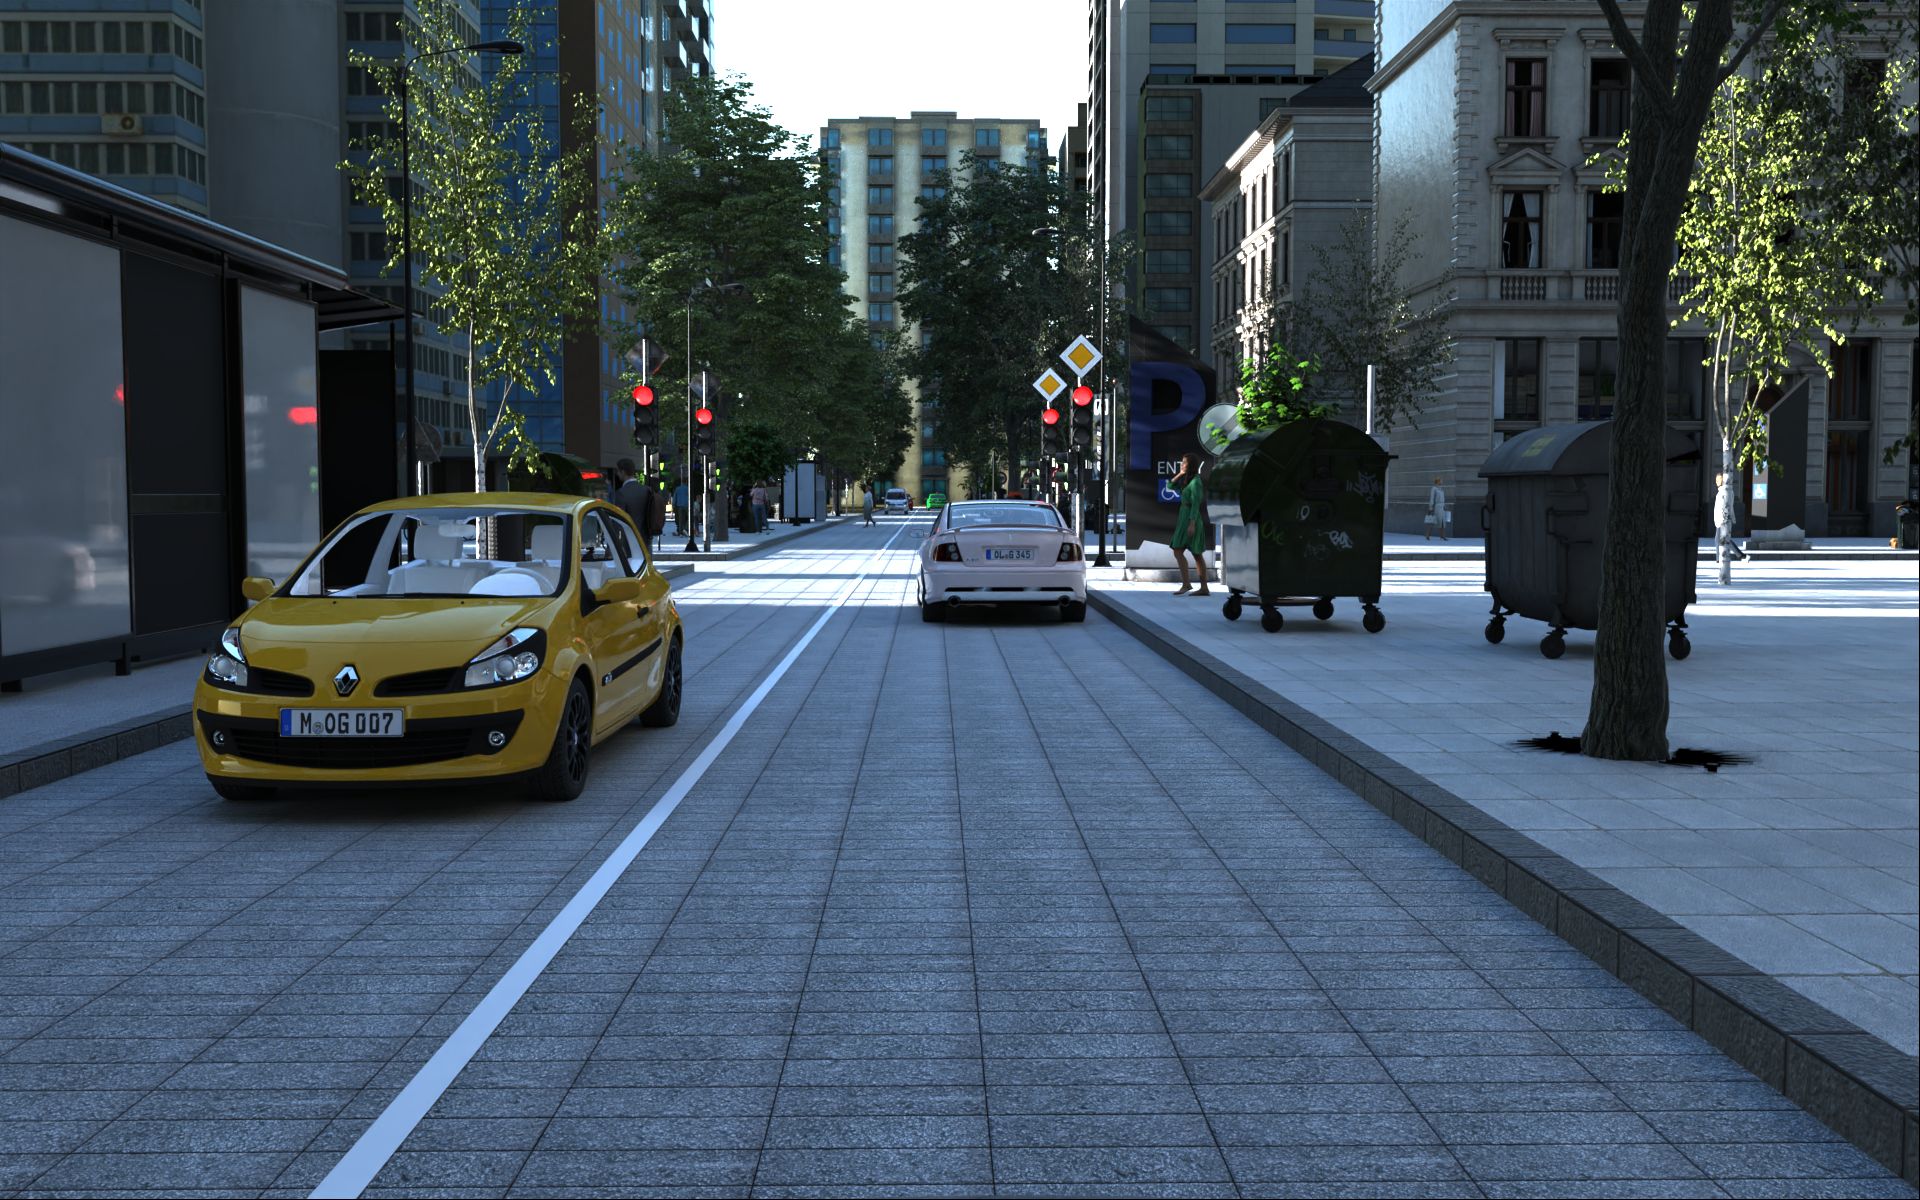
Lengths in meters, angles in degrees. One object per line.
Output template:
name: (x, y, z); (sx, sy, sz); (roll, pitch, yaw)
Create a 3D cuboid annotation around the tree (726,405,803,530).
tree: (-7.413, -4.768, 61.678); (4.285, 4.588, 4.351); (0, 3, 0)

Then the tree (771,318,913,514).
tree: (-7.842, -11.858, 110.886); (9.611, 12.733, 9.660); (0, 3, 0)

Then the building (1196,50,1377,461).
building: (18.277, -14.859, 93.857); (10.553, 20.767, 40.483); (0, 4, -1)

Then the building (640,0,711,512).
building: (-30.554, -31.069, 127.593); (23.786, 49.044, 30.456); (0, 4, -1)

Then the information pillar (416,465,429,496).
information pillar: (-12.188, -2.121, 39.164); (0.304, 2.012, 0.304); (-2, 4, -35)

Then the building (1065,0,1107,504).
building: (21.205, -44.601, 167.473); (20.563, 71.187, 20.611); (0, 4, -1)

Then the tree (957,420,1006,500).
tree: (1.649, -13.500, 171.093); (4.737, 8.622, 4.395); (0, 3, 0)

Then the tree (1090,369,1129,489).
tree: (8.336, -9.073, 98.711); (4.737, 8.622, 4.395); (0, 3, 0)

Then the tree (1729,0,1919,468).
tree: (9.295, -4.009, 15.914); (4.360, 8.622, 3.978); (0, 3, 0)

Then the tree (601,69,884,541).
tree: (-6.192, -7.881, 46.984); (7.486, 12.596, 7.792); (0, 3, 0)

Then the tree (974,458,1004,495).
tree: (1.798, -5.949, 91.860); (1.663, 3.219, 1.824); (0, 3, 0)

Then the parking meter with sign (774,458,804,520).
parking meter with sign: (-8.362, -5.388, 84.357); (1.738, 3.016, 0.543); (3, 5, 43)

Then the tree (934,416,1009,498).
tree: (1.389, -13.520, 155.469); (7.601, 10.594, 8.767); (1, 4, 16)

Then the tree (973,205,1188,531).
tree: (2.780, -5.740, 44.214); (4.360, 8.622, 3.978); (0, 3, 0)

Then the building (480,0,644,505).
building: (-25.716, -27.266, 95.902); (14.600, 45.320, 14.200); (0, 4, -1)

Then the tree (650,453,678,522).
tree: (-13.210, -5.247, 80.394); (1.663, 3.219, 1.824); (0, 3, 0)

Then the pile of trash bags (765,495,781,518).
pile of trash bags: (-9.779, -5.067, 92.592); (1.912, 1.369, 3.447); (0, 4, 8)

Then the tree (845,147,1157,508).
tree: (2.153, -9.625, 64.022); (9.857, 13.997, 8.962); (0, 3, 0)

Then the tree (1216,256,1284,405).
tree: (9.957, -6.289, 53.190); (4.360, 8.622, 3.978); (0, 3, 0)

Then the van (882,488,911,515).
van: (-4.469, -6.997, 121.414); (2.013, 2.044, 4.112); (0, 4, -2)

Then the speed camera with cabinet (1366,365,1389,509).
speed camera with cabinet: (5.859, -2.014, 27.262); (0.660, 3.252, 2.038); (-2, 4, -26)

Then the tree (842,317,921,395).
tree: (-10.894, -19.774, 179.188); (12.611, 20.169, 13.585); (0, 3, 0)

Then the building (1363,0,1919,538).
building: (23.523, -13.811, 54.691); (19.941, 23.489, 11.050); (0, 4, -1)

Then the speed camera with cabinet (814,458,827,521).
speed camera with cabinet: (-6.697, -5.404, 82.696); (0.660, 3.252, 2.038); (0, 4, -5)

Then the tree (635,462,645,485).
tree: (-15.205, -5.567, 85.620); (1.663, 3.219, 1.824); (0, 3, 0)

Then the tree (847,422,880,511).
tree: (-7.971, -11.110, 132.012); (4.360, 8.622, 3.978); (0, 3, 0)

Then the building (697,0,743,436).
building: (-35.753, -52.127, 164.947); (31.000, 86.520, 22.319); (0, 4, -1)

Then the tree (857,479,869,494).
tree: (-9.135, -10.791, 171.029); (1.663, 3.219, 1.824); (0, 3, 0)

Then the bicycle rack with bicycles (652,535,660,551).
bicycle rack with bicycles: (-8.121, -1.547, 38.680); (2.852, 0.926, 2.925); (1, 4, 19)

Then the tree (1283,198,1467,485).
tree: (10.537, -5.728, 44.010); (4.360, 8.622, 3.978); (0, 3, 0)

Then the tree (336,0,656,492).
tree: (-6.818, -4.585, 25.328); (4.737, 8.622, 4.395); (0, 3, 0)

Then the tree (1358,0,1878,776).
tree: (3.419, -5.034, 8.067); (9.928, 11.665, 9.643); (0, 3, 0)

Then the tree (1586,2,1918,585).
tree: (11.013, -4.509, 24.090); (4.737, 8.622, 4.395); (0, 3, 0)

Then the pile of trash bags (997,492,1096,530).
pile of trash bags: (3.285, -3.167, 61.532); (3.447, 1.369, 1.912); (-1, 4, -18)

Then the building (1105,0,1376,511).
building: (22.621, -36.774, 143.261); (21.231, 58.520, 28.212); (0, 4, -1)

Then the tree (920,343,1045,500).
tree: (2.127, -13.374, 129.041); (12.009, 13.543, 11.850); (0, 3, 0)

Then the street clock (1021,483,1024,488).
street clock: (3.746, -6.355, 108.466); (0.471, 2.002, 0.358); (1, 4, 16)

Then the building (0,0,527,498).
building: (-32.870, -23.059, 68.889); (32.217, 40.220, 23.993); (0, 4, -1)

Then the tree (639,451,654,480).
tree: (-20.343, -7.645, 108.704); (4.285, 4.588, 4.351); (0, 3, 0)

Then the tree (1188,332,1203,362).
tree: (9.738, -7.682, 75.966); (4.360, 8.622, 3.978); (0, 3, 0)

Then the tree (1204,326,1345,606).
tree: (3.586, -1.563, 20.158); (1.663, 3.219, 1.824); (0, 3, 0)
